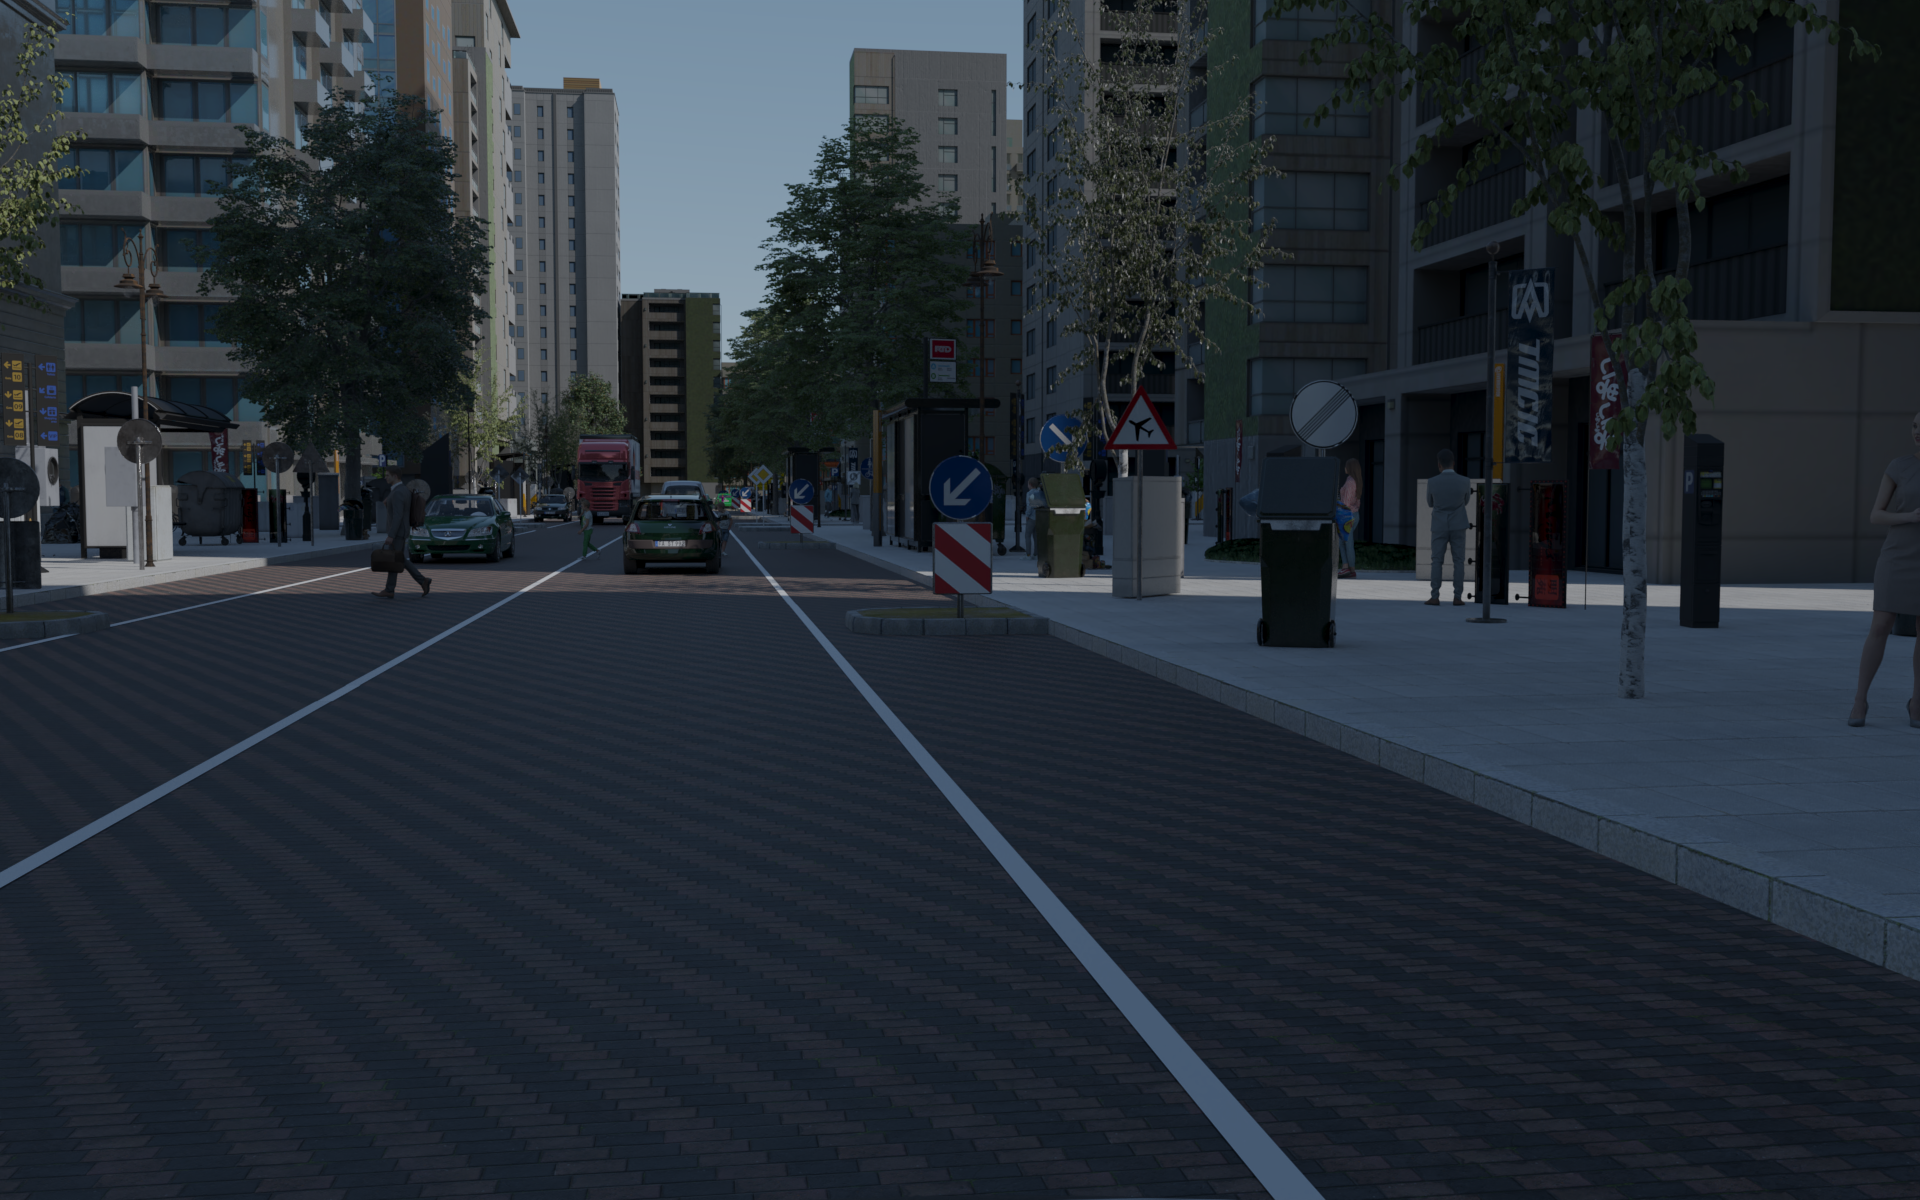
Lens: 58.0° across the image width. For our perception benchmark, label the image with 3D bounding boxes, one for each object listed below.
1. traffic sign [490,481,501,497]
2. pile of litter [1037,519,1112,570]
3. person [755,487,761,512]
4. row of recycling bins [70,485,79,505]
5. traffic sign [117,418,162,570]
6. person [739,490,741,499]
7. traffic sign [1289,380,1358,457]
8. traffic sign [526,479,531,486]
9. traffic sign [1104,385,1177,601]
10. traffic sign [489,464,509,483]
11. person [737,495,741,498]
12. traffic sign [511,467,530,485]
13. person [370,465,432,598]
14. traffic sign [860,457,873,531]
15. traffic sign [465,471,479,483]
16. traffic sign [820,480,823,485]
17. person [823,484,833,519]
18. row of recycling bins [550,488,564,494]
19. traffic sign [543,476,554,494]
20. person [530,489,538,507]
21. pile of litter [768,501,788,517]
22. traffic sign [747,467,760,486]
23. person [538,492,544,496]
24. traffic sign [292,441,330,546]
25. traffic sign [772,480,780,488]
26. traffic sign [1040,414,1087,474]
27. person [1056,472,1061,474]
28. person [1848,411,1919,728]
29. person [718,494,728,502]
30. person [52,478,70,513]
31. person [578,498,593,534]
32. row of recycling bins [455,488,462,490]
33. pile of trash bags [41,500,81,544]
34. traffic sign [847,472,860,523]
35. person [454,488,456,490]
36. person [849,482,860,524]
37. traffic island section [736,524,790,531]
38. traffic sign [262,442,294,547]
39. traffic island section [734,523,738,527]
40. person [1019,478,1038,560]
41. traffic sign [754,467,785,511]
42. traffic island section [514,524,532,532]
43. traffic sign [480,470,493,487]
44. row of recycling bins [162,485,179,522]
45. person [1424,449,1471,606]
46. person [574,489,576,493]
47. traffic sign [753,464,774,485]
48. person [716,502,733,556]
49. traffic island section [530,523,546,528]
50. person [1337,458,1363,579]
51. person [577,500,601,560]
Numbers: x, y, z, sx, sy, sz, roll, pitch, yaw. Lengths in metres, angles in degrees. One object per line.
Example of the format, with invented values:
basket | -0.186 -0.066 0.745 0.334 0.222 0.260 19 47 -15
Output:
traffic sign | -25.239 -5.629 94.169 0.606 2.300 0.079 0 4 -6
pile of litter | 2.001 -0.976 29.924 1.176 0.858 1.719 -1 4 -18
person | -14.803 -7.384 126.955 0.466 1.800 0.511 0 4 -7
row of recycling bins | -39.196 -4.341 78.093 3.534 1.692 1.069 1 4 13
traffic sign | -13.828 -1.780 29.202 0.768 2.556 0.104 0 4 0
person | -26.564 -12.325 208.272 0.721 1.735 1.217 2 4 23
traffic sign | 4.053 -1.181 19.408 0.768 2.556 0.104 0 4 -2
traffic sign | -27.823 -6.766 110.632 0.884 2.594 0.081 0 4 -3
traffic sign | 2.163 -1.273 20.820 0.884 2.594 0.081 0 4 -3
traffic sign | -17.659 -3.923 66.324 0.795 2.593 0.064 -1 4 -9
person | -24.828 -11.489 193.757 0.599 1.838 0.709 2 4 35
traffic sign | -18.851 -4.405 74.220 0.795 2.593 0.064 -1 4 -9
person | -7.699 -0.941 23.848 0.822 1.834 0.622 -1 4 -21
traffic sign | -3.083 -3.666 60.047 0.768 2.556 0.104 0 4 -6
traffic sign | -26.445 -5.737 93.907 0.768 2.556 0.104 0 4 -2
traffic sign | -8.464 -6.200 101.378 0.884 2.594 0.081 0 4 -2
person | -6.822 -5.096 89.384 0.620 1.820 0.660 1 4 16
row of recycling bins | -28.103 -6.946 120.677 1.069 1.692 3.534 -1 4 -15
traffic sign | -29.605 -7.609 124.514 0.768 2.556 0.104 0 4 -5
person | -43.233 -10.430 176.552 1.348 1.826 0.705 -1 4 -18
pile of litter | -11.580 -5.847 109.564 1.176 0.858 1.719 0 4 -4
traffic sign | -8.867 -4.496 75.701 0.795 2.593 0.064 -1 4 -9
person | -44.300 -10.804 182.820 1.348 1.807 0.705 2 4 23
traffic sign | -15.967 -2.608 42.644 0.884 2.594 0.081 0 4 -8
traffic sign | -13.187 -7.450 123.936 0.606 2.300 0.079 0 4 -3
traffic sign | 1.651 -1.689 27.725 0.768 2.556 0.104 0 4 -4
person | 2.187 -2.074 40.140 0.592 1.802 0.473 -3 5 -40
person | 5.236 -0.191 9.513 0.599 1.781 0.374 2 4 24
person | -20.758 -8.556 151.619 0.991 1.433 0.599 1 4 12
person | -25.270 -2.585 48.649 0.623 1.781 0.721 0 4 1
person | -13.597 -3.065 62.869 0.590 1.304 0.306 -2 4 -24
row of recycling bins | -34.312 -7.092 123.074 3.534 1.692 1.069 0 4 3
pile of trash bags | -22.976 -2.232 46.254 1.912 1.369 3.447 0 4 -3
traffic sign | -4.741 -4.600 77.332 0.606 2.300 0.079 0 4 1
person | -37.397 -7.452 128.425 0.362 1.759 0.519 0 4 2
person | -4.605 -4.232 75.416 0.537 1.800 0.526 -2 4 -29
traffic island section | -7.652 -2.790 67.891 2.009 0.180 2.903 -1 4 -9
traffic sign | -16.587 -2.571 42.137 0.768 2.556 0.104 0 4 -2
traffic island section | -8.845 -3.273 75.787 2.009 0.180 2.903 -1 4 -9
person | 1.425 -1.582 33.722 0.589 1.601 0.330 -3 5 -43
traffic sign | -14.187 -8.266 129.017 2.265 3.308 0.079 0 4 -3
traffic island section | -17.681 -2.698 66.388 2.009 0.180 2.903 -1 4 -9
traffic sign | -24.572 -5.507 90.151 0.768 2.556 0.104 0 4 -4
row of recycling bins | -35.202 -4.280 77.092 1.069 1.692 3.534 -1 4 -21
person | 5.635 -0.845 20.032 0.511 1.800 0.466 0 4 -2
person | -40.948 -10.908 184.409 0.705 1.821 1.348 -1 4 -10
traffic sign | -7.674 -4.013 67.805 0.795 2.593 0.064 -1 4 -9
person | -5.481 -1.658 40.300 0.352 1.250 0.332 -3 5 -44
traffic island section | -18.873 -3.181 74.284 2.009 0.180 2.903 -1 4 -9
person | 5.916 -1.240 26.319 0.388 1.821 0.555 2 4 25
person | -8.113 -1.538 37.898 0.590 1.304 0.306 -3 4 -37
